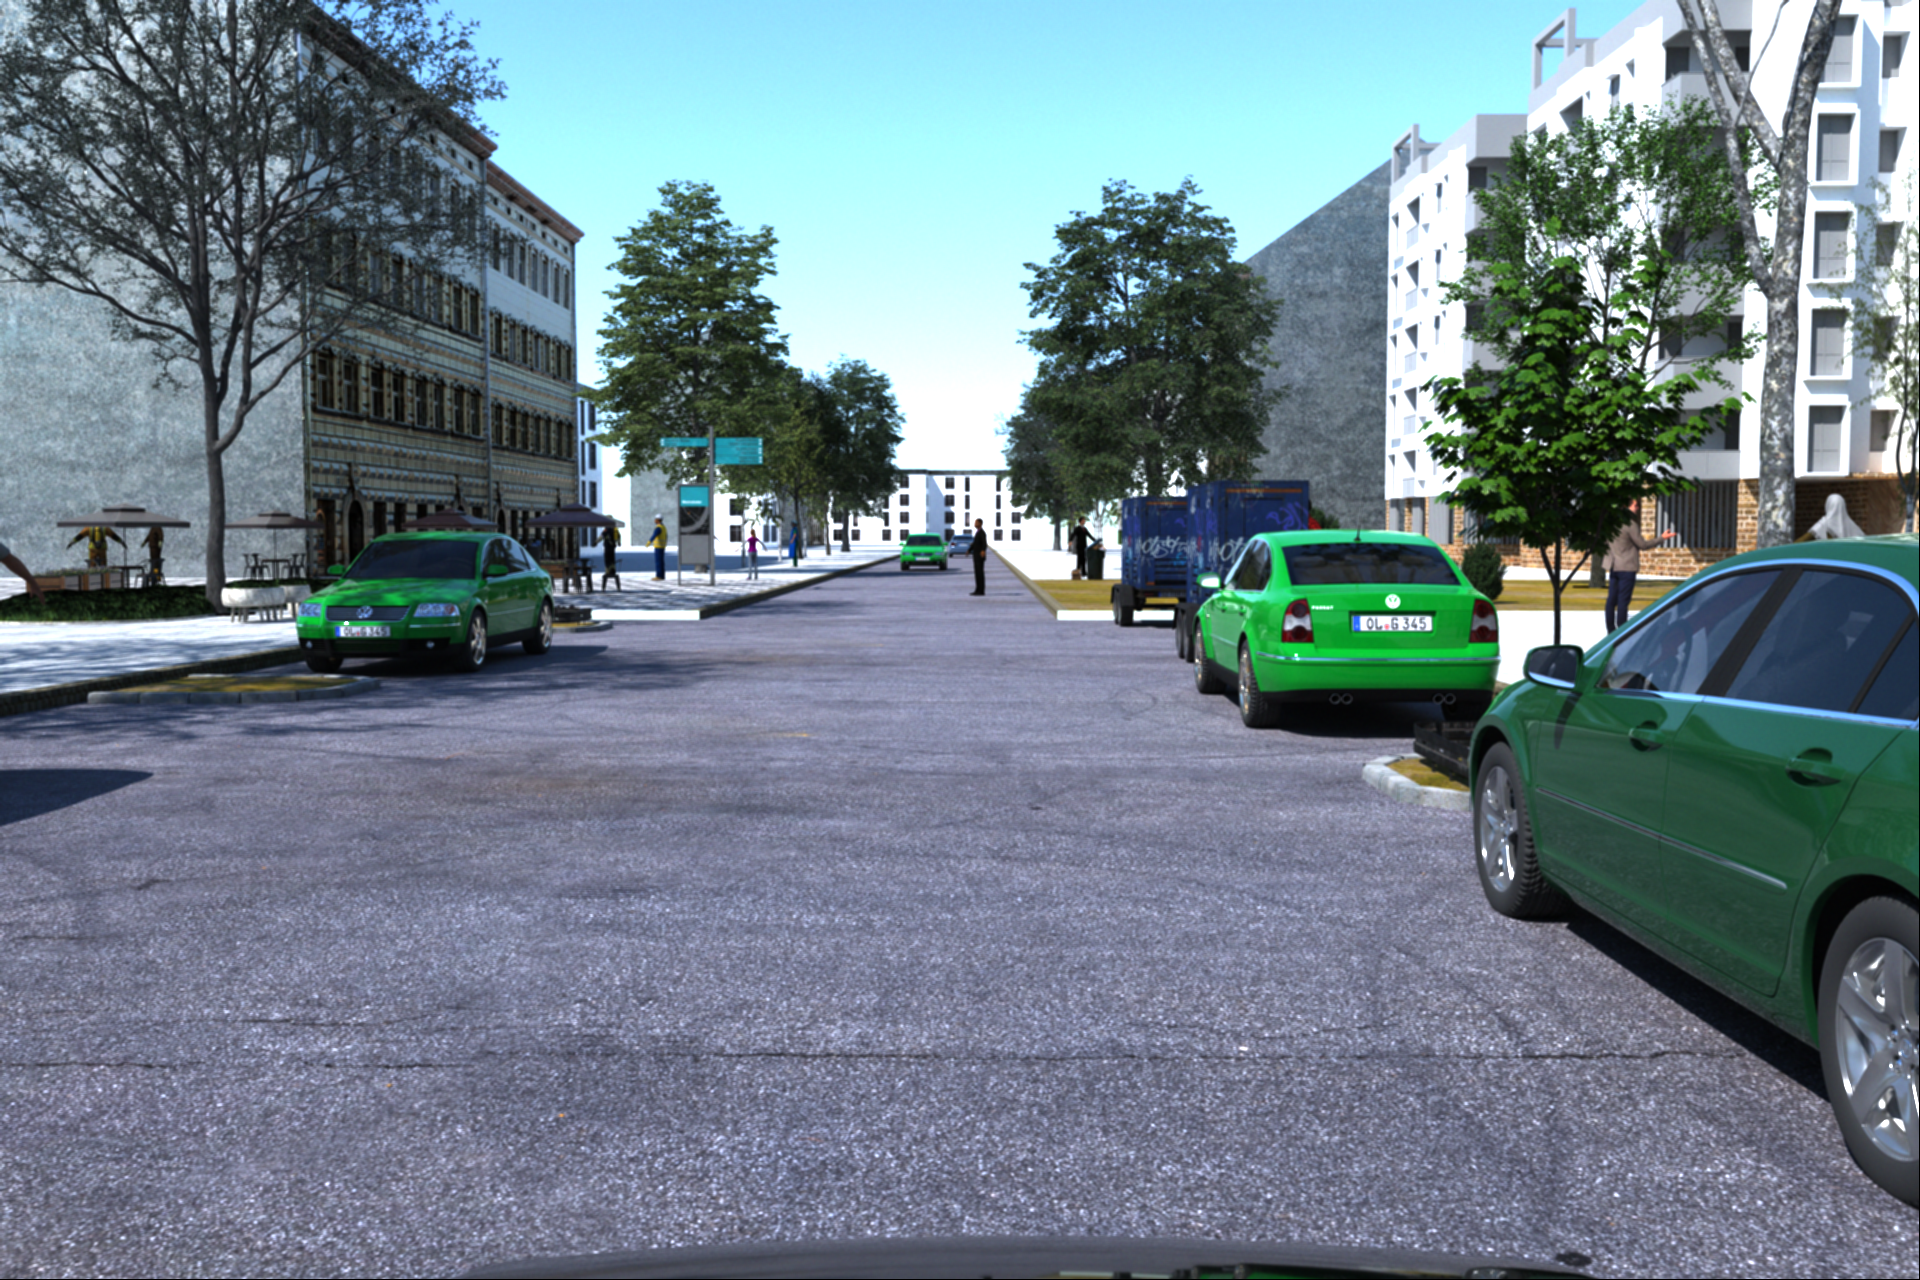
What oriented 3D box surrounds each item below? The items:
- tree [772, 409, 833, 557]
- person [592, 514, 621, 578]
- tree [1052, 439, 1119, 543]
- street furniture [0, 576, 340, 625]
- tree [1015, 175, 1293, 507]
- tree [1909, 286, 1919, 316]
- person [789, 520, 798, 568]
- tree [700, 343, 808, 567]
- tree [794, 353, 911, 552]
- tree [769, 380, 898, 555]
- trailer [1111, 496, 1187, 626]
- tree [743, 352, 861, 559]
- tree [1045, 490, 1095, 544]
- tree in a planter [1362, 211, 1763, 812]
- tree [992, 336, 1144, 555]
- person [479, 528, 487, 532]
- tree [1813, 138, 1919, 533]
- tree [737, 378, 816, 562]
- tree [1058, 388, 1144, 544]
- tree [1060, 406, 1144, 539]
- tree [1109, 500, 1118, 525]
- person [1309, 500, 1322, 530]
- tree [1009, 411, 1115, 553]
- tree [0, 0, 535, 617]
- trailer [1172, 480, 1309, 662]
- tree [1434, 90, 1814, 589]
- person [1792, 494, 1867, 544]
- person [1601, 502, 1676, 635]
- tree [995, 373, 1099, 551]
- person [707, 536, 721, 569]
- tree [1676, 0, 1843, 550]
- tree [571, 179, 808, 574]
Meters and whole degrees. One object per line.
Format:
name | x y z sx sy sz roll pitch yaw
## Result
tree | -8.717 -8.952 96.734 4.737 8.622 4.395 0 3 0
person | -10.239 -2.736 50.505 0.705 1.856 1.354 1 4 23
tree | 7.300 -8.874 95.454 4.737 8.622 4.395 0 3 0
street furniture | -11.625 -0.837 29.313 5.734 0.657 10.072 1 4 10
tree | 6.744 -9.423 60.724 9.857 13.997 8.962 0 3 0
tree | 28.693 -8.065 42.225 12.009 13.543 11.850 0 3 0
person | -6.376 -3.684 66.366 0.704 1.817 1.347 0 4 -5
tree | -8.170 -7.090 66.283 4.737 8.622 4.395 0 3 0
tree | -8.144 -13.271 123.638 9.857 13.997 8.962 0 3 0
tree | -7.962 -10.390 104.293 8.767 10.594 7.601 -1 4 -12
trailer | 3.158 -1.274 27.877 1.471 1.999 3.904 0 4 -1
tree | -8.462 -9.398 88.067 7.601 10.594 8.767 0 4 6
tree | 14.695 -18.885 226.893 7.486 12.596 7.792 0 3 0
tree in a planter | 3.343 -0.760 9.648 1.991 3.239 1.994 0 4 0
tree | 7.017 -12.044 107.291 12.009 13.543 11.850 0 3 0
person | -15.675 -3.091 57.340 0.721 1.733 1.217 1 4 15
tree | 18.038 -5.067 33.215 4.360 8.622 3.978 0 3 0
tree | -8.546 -7.984 80.896 4.737 8.622 4.395 0 3 0
tree | 6.625 -7.982 80.862 4.737 8.622 4.395 0 3 0
tree | 6.761 -8.387 87.492 4.360 8.622 3.978 0 3 0
tree | 22.966 -18.754 224.747 7.486 12.596 7.792 0 3 0
person | 4.934 -1.157 25.033 0.704 1.816 1.345 -2 4 -27
tree | 7.583 -11.331 119.670 8.767 10.594 7.601 0 4 2
tree | -11.581 -7.129 26.924 12.009 13.543 11.850 0 3 0
trailer | 3.231 -0.813 20.342 1.471 1.999 3.904 0 4 0
tree | 15.321 -7.036 40.787 9.928 11.665 9.643 0 3 0
person | 9.917 -0.796 19.786 1.217 1.736 0.721 0 4 -4
person | 8.211 -0.883 21.003 0.750 1.759 0.617 0 4 1
tree | 7.321 -13.765 131.711 9.857 13.997 8.962 0 3 0
person | -9.372 -3.483 63.083 1.345 1.843 0.704 -1 4 -21
tree | 9.416 -10.091 20.871 12.611 20.169 13.585 0 3 0
tree | -8.776 -8.459 56.429 7.486 12.596 7.792 0 3 0
